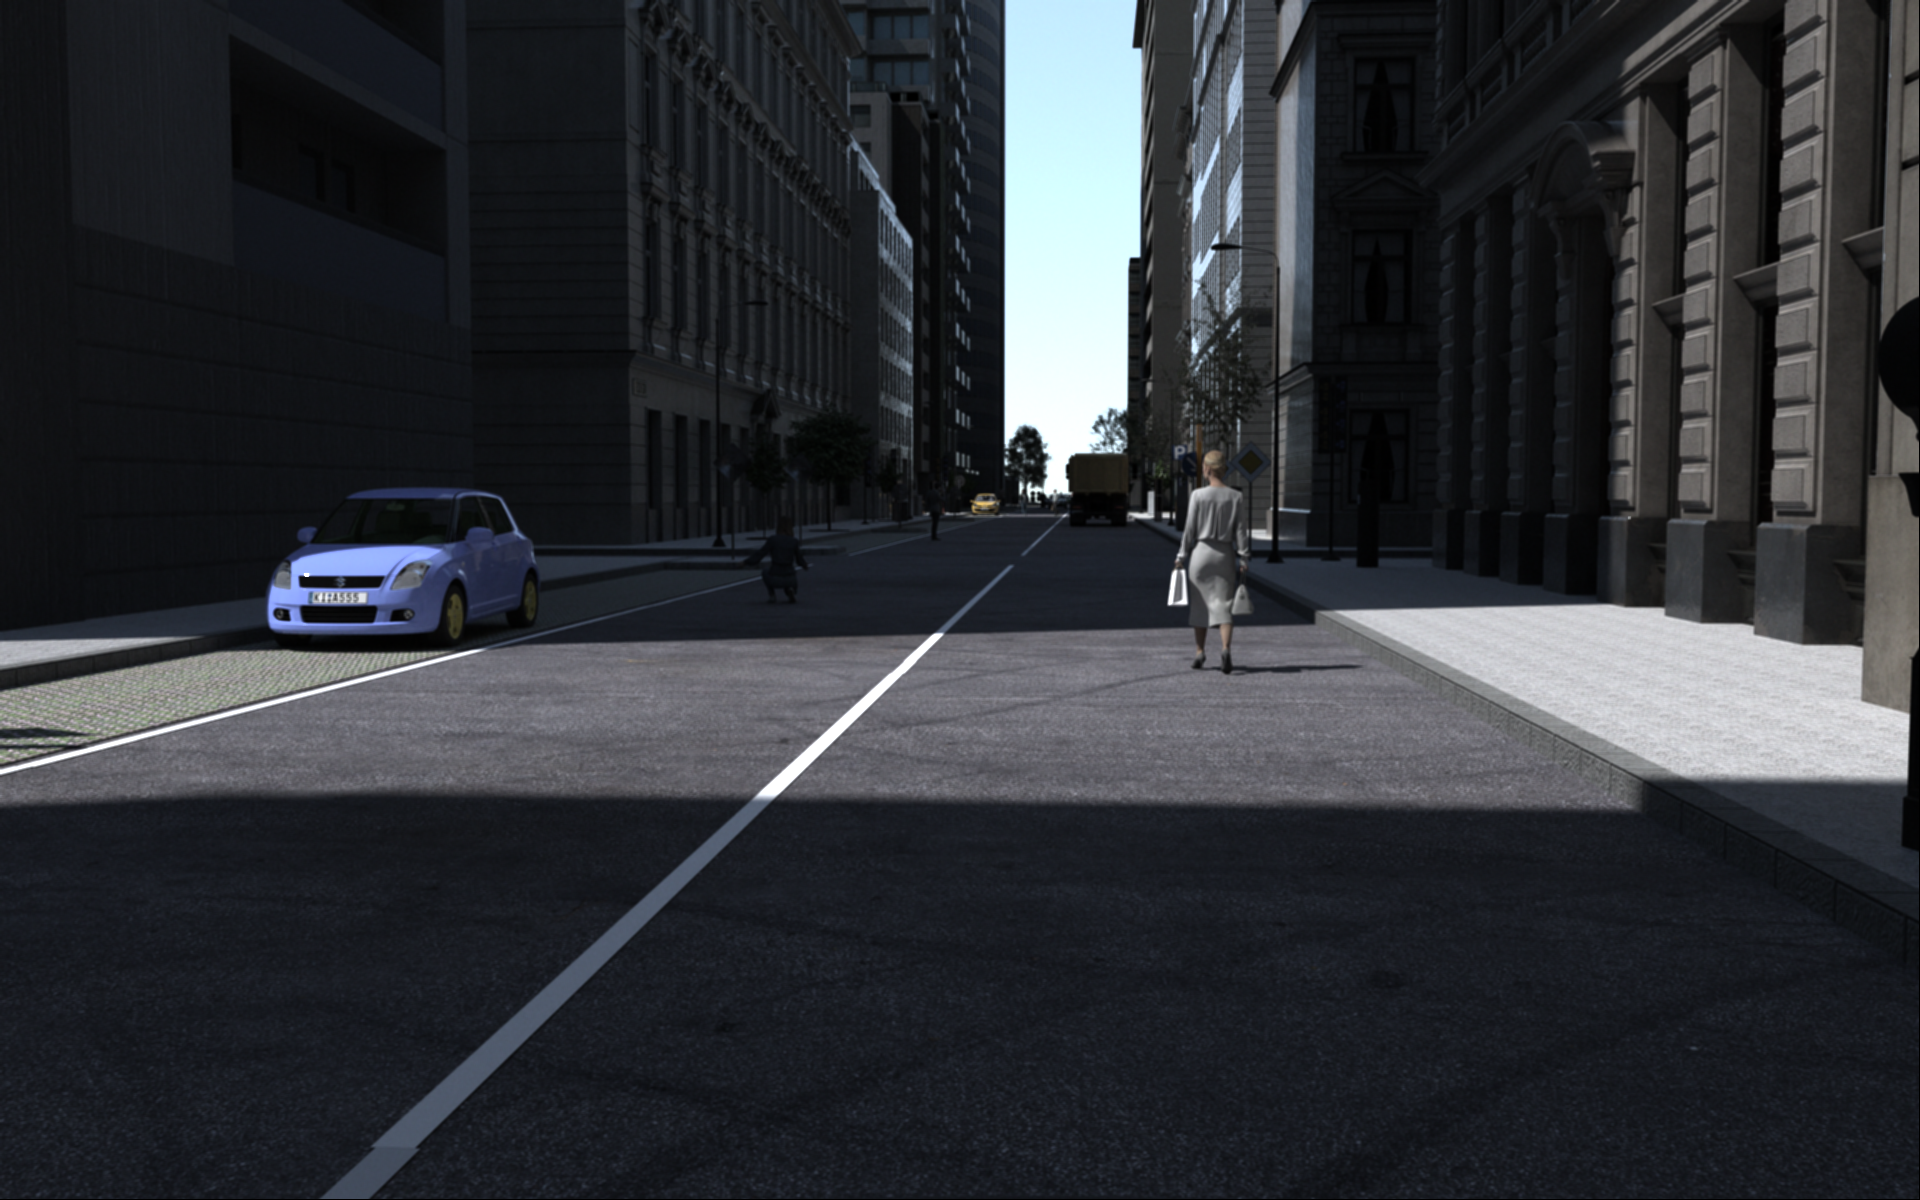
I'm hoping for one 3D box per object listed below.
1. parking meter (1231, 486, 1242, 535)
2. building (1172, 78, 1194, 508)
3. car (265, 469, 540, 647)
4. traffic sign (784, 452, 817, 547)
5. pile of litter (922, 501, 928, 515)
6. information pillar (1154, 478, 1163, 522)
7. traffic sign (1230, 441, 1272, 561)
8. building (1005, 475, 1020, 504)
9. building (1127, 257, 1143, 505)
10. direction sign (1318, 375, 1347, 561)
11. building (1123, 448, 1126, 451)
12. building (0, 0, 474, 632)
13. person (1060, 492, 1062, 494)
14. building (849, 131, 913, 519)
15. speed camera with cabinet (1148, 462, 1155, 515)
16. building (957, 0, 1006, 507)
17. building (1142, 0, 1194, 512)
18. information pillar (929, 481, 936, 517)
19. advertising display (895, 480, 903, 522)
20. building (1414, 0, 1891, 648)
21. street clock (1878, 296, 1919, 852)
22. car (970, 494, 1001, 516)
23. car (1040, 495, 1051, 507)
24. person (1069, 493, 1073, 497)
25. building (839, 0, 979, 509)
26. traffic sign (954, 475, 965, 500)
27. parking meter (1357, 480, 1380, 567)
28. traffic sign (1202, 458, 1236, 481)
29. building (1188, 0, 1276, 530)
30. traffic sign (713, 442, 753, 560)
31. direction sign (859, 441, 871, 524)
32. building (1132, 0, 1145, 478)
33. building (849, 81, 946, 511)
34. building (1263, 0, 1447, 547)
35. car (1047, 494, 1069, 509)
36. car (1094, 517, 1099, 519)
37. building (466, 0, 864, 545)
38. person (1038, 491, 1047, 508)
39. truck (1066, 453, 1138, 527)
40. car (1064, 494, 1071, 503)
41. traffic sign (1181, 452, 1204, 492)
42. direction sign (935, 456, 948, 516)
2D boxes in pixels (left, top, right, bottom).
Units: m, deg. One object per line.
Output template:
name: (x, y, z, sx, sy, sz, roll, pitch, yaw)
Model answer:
parking meter: (8.754, -2.842, 54.873, 0.372, 1.533, 0.369, 0, 3, 0)
building: (19.977, -19.288, 102.752, 14.401, 28.519, 23.554, 0, 4, 4)
car: (-5.472, -0.469, 17.260, 1.945, 1.707, 3.694, 0, 4, 3)
traffic sign: (-3.845, -2.330, 41.745, 0.795, 2.450, 0.064, 0, 4, 4)
pile of litter: (-2.680, -6.017, 112.346, 1.176, 0.858, 1.719, 0, 4, 3)
information pillar: (9.227, -4.653, 80.576, 0.304, 2.012, 0.304, -1, 4, -12)
traffic sign: (5.535, -1.797, 33.029, 0.795, 2.450, 0.064, 0, 4, 4)
building: (-1.533, -50.018, 256.040, 20.563, 71.187, 20.611, 0, 4, 4)
building: (27.464, -26.906, 211.607, 14.160, 30.474, 14.107, 0, 4, 4)
direction sign: (7.155, -2.527, 33.318, 0.379, 3.537, 0.876, -2, 4, -23)
building: (33.620, -56.249, 232.349, 22.319, 86.520, 31.000, 0, 4, 4)
building: (-22.400, -29.464, 23.740, 28.212, 58.520, 21.231, 0, 4, 4)
person: (14.400, -14.592, 247.167, 1.348, 1.812, 0.705, -2, 4, -31)
building: (-8.629, -14.736, 95.678, 10.420, 20.320, 16.860, 0, 4, 4)
speed camera with cabinet: (12.075, -6.894, 107.049, 0.660, 3.252, 2.038, 1, 4, 16)
building: (-6.544, -38.804, 176.441, 21.231, 58.520, 28.212, 0, 4, 4)
building: (25.431, -31.304, 135.516, 21.300, 48.544, 21.600, 0, 4, 4)
information pillar: (-1.544, -5.715, 97.929, 0.304, 2.012, 0.304, 3, 4, 37)
advertising display: (-2.776, -4.495, 78.702, 0.123, 1.923, 0.974, 1, 4, 15)
building: (12.423, -11.707, 20.292, 11.050, 23.489, 19.941, 0, 4, 4)
street clock: (3.531, -0.098, 6.165, 0.471, 2.002, 0.358, 0, 4, -7)
car: (1.722, -6.409, 115.008, 2.015, 1.641, 3.980, 0, 4, 3)
car: (9.814, -10.897, 190.738, 1.945, 1.354, 3.894, 0, 4, 3)
person: (13.377, -11.964, 204.066, 1.348, 1.831, 0.705, 1, 4, 22)
building: (-10.791, -32.283, 147.435, 23.786, 49.044, 30.456, 0, 4, 4)
traffic sign: (-0.029, -7.126, 116.614, 0.768, 2.556, 0.104, 1, 4, 11)
parking meter: (7.166, -1.346, 30.415, 0.372, 1.533, 0.369, 0, 3, 0)
traffic sign: (6.121, -2.284, 40.993, 0.795, 2.450, 0.064, 0, 4, 4)
building: (16.475, -18.239, 75.701, 11.434, 29.767, 29.804, 0, 4, 4)
traffic sign: (-4.431, -1.843, 33.781, 0.795, 2.450, 0.064, 0, 4, 4)
direction sign: (-4.034, -4.990, 73.576, 0.379, 3.537, 0.876, 2, 4, 33)
building: (32.050, -35.827, 175.002, 28.713, 52.752, 27.495, 0, 4, 4)
building: (-8.606, -21.617, 125.143, 14.160, 30.474, 14.107, 0, 4, 4)
building: (17.811, -11.067, 45.572, 19.286, 19.102, 10.561, 0, 4, 4)
car: (9.557, -9.639, 169.389, 2.131, 1.459, 4.920, 0, 4, 4)
car: (8.693, -5.547, 100.917, 2.015, 1.641, 3.980, 0, 4, 2)
building: (-14.528, -17.617, 64.455, 17.030, 29.872, 44.131, 0, 4, 4)
person: (8.409, -10.203, 175.867, 0.990, 1.755, 0.434, 1, 4, 23)
truck: (6.483, -5.155, 80.209, 3.469, 3.379, 9.791, 0, 4, 6)
car: (14.193, -13.667, 232.252, 1.959, 1.807, 4.718, 0, 4, 5)
traffic sign: (7.047, -3.186, 52.195, 0.768, 2.556, 0.104, 1, 4, 9)
direction sign: (-1.112, -6.830, 103.665, 0.876, 3.537, 0.379, -2, 4, -27)
